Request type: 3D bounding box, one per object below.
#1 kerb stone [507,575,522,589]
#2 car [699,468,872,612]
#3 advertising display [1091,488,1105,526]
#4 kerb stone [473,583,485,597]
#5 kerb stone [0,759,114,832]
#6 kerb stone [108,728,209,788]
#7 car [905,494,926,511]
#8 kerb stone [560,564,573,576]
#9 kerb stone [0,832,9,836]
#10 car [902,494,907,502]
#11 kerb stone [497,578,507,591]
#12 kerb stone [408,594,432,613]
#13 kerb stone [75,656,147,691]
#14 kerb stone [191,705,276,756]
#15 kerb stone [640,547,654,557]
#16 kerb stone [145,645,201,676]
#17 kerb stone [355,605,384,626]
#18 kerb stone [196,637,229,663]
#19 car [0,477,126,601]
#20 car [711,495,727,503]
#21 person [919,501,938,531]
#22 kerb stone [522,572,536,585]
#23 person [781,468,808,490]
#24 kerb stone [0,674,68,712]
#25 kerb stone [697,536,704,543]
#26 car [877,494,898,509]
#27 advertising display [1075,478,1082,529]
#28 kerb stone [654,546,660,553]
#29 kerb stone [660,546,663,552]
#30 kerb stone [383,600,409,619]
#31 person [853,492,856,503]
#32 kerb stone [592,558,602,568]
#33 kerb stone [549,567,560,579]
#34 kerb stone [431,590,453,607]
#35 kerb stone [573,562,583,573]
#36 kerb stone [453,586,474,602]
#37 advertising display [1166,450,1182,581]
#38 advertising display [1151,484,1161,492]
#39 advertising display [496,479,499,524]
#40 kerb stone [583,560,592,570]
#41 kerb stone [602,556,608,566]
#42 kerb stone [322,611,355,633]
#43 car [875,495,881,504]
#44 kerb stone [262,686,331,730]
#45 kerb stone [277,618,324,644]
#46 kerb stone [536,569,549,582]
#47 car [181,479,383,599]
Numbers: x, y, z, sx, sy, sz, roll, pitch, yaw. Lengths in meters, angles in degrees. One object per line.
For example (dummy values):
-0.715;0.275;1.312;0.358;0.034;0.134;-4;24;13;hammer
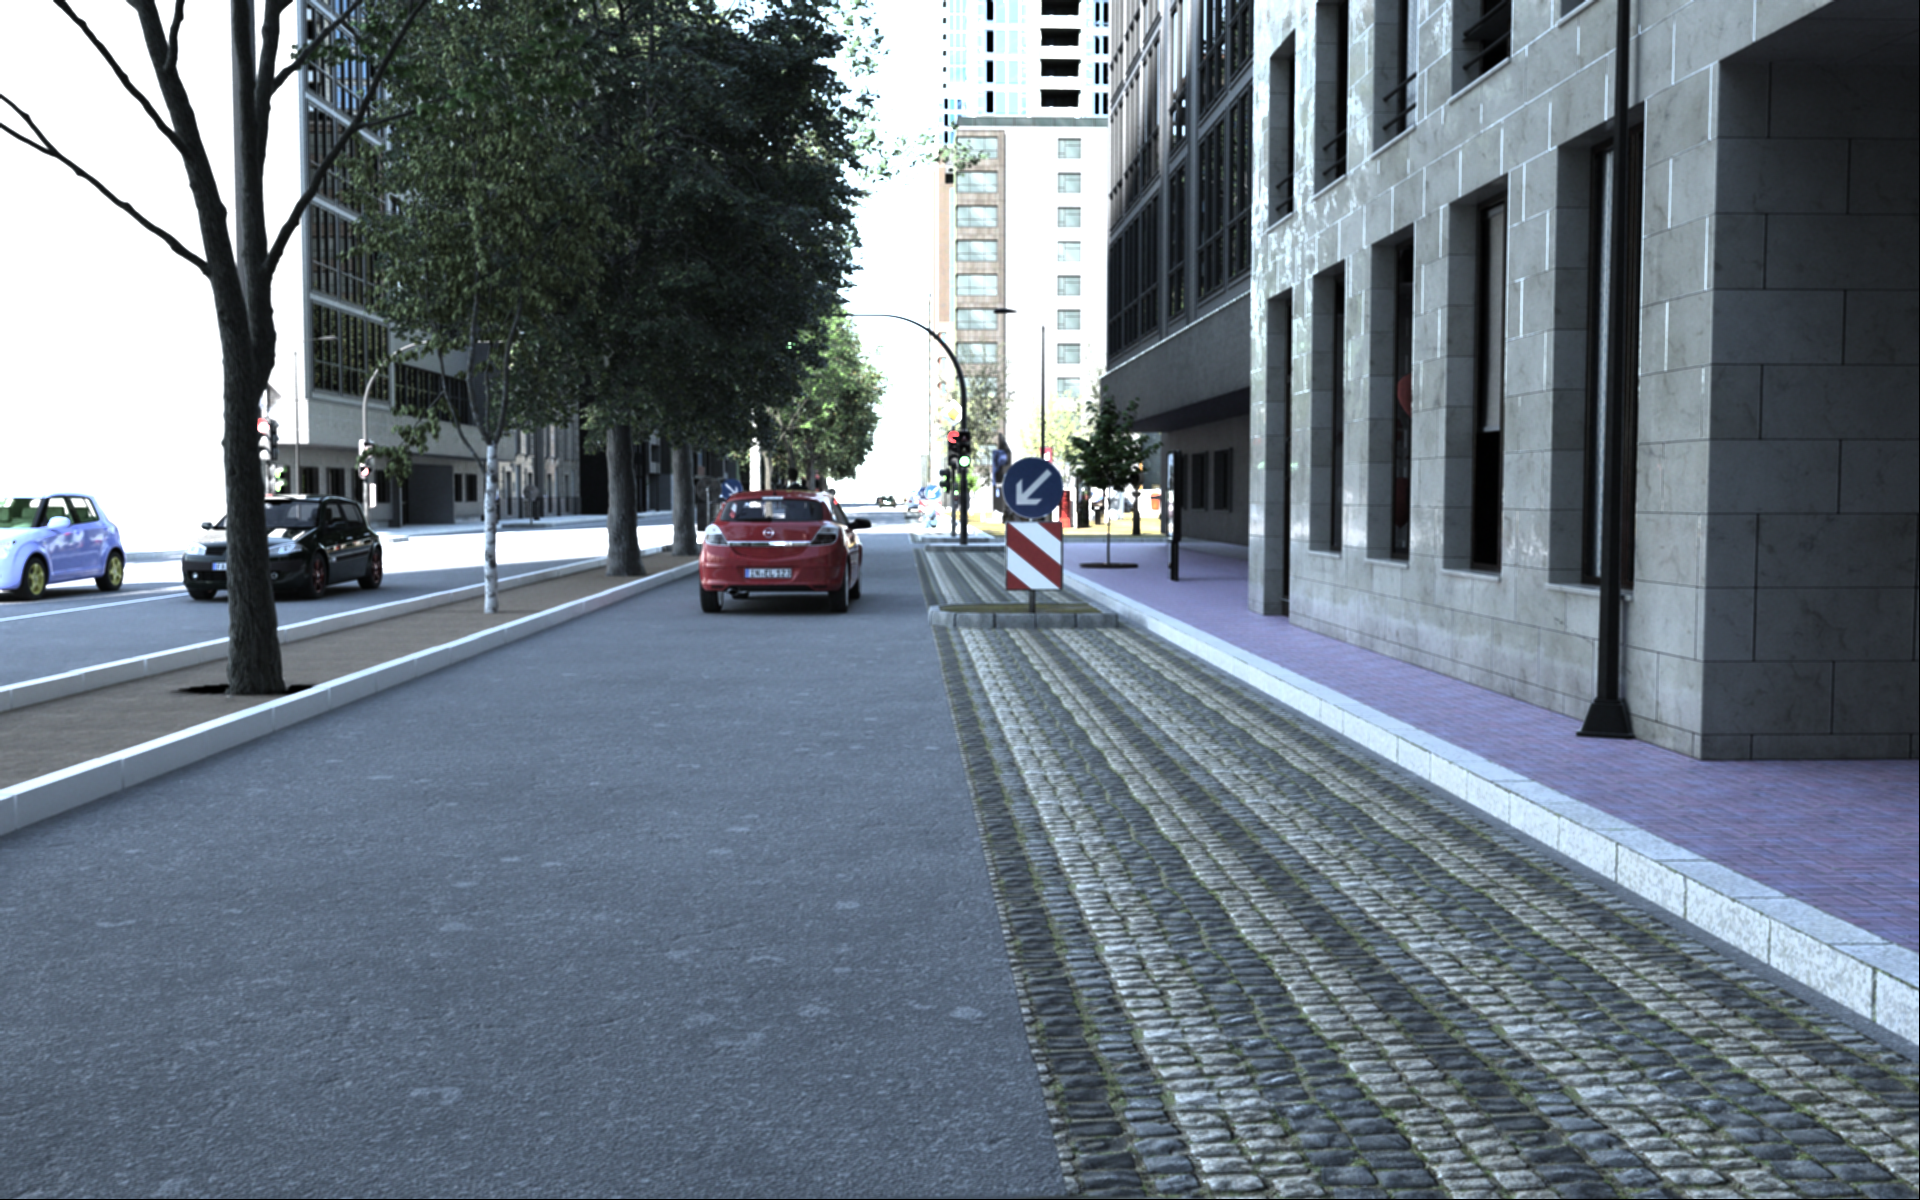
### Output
-6.866;-0.251;26.300;0.120;0.150;1.000;0;4;-2;kerb stone
-2.247;-0.820;22.448;2.155;1.783;4.494;0;3;0;car
5.656;-4.025;71.021;0.123;1.923;0.974;-2;4;-26;advertising display
-6.791;-0.123;24.256;0.120;0.150;1.000;0;4;-2;kerb stone
-4.109;0.874;7.901;0.120;0.150;1.000;0;4;-2;kerb stone
-4.144;0.815;8.923;0.120;0.150;1.000;0;4;-2;kerb stone
-3.530;-8.040;143.451;2.014;1.417;4.499;0;4;-3;car
-6.999;-0.501;30.393;0.120;0.150;1.000;0;4;-2;kerb stone
-4.069;0.937;6.874;0.120;0.150;1.000;0;4;-2;kerb stone
-7.918;-15.704;266.982;2.015;1.641;3.980;0;4;-3;car
-6.821;-0.189;25.278;0.120;0.150;1.000;0;4;-2;kerb stone
-6.683;0.067;21.185;0.120;0.150;1.000;0;4;-2;kerb stone
-6.396;0.565;12.989;0.120;0.150;1.000;0;4;-2;kerb stone
-4.187;0.753;9.944;0.120;0.150;1.000;0;4;-2;kerb stone
-7.372;-1.124;40.642;0.120;0.150;1.000;0;4;-2;kerb stone
-6.427;0.500;14.023;0.120;0.150;1.000;0;4;-2;kerb stone
-6.608;0.188;19.141;0.120;0.150;1.000;0;4;-2;kerb stone
-6.465;0.437;15.044;0.120;0.150;1.000;0;4;-2;kerb stone
-13.263;-0.899;24.289;1.945;1.707;3.694;0;4;-2;car
-10.365;-4.011;77.577;2.014;1.417;4.499;0;4;-1;car
-1.202;-3.276;67.564;0.738;1.151;1.012;0;4;-4;person
-6.898;-0.314;27.328;0.120;0.150;1.000;0;4;-2;kerb stone
-2.998;-1.434;31.308;0.474;1.900;0.648;2;4;28;person
-6.352;0.632;11.960;0.120;0.150;1.000;0;4;-2;kerb stone
-7.786;-1.850;52.539;0.120;0.150;1.000;0;4;-2;kerb stone
-7.095;-9.768;169.500;2.009;1.686;4.222;0;4;-2;car
4.393;-3.594;63.982;0.123;1.923;0.974;1;4;12;advertising display
-7.412;-1.191;41.663;0.120;0.150;1.000;0;4;-2;kerb stone
-7.434;-1.253;42.685;0.120;0.150;1.000;0;4;-2;kerb stone
-6.646;0.125;20.163;0.120;0.150;1.000;0;4;-2;kerb stone
-16.451;-16.068;271.740;0.617;1.759;0.750;-3;5;-40;person
-7.119;-0.689;33.466;0.120;0.150;1.000;0;4;-2;kerb stone
-6.978;-0.437;29.371;0.120;0.150;1.000;0;4;-2;kerb stone
-6.718;0.000;22.206;0.120;0.150;1.000;0;4;-2;kerb stone
-7.043;-0.564;31.418;0.120;0.150;1.000;0;4;-2;kerb stone
-6.744;-0.061;23.235;0.120;0.150;1.000;0;4;-2;kerb stone
3.193;-1.264;25.888;0.123;1.923;0.974;0;4;1;advertising display
12.623;-6.476;111.092;0.123;1.923;0.974;-2;4;-32;advertising display
-19.798;-4.190;73.716;0.123;1.923;0.974;0;4;-1;advertising display
-7.081;-0.627;32.440;0.120;0.150;1.000;0;4;-2;kerb stone
-7.148;-0.753;34.499;0.120;0.150;1.000;0;4;-2;kerb stone
-6.571;0.249;18.120;0.120;0.150;1.000;0;4;-2;kerb stone
-11.325;-14.523;250.024;1.945;1.354;3.894;0;4;-3;car
-4.224;0.691;10.971;0.120;0.150;1.000;0;4;-2;kerb stone
-6.528;0.318;17.094;0.120;0.150;1.000;0;4;-2;kerb stone
-6.932;-0.376;28.349;0.120;0.150;1.000;0;4;-2;kerb stone
-9.627;-0.919;24.806;2.009;1.686;4.222;0;4;-2;car
